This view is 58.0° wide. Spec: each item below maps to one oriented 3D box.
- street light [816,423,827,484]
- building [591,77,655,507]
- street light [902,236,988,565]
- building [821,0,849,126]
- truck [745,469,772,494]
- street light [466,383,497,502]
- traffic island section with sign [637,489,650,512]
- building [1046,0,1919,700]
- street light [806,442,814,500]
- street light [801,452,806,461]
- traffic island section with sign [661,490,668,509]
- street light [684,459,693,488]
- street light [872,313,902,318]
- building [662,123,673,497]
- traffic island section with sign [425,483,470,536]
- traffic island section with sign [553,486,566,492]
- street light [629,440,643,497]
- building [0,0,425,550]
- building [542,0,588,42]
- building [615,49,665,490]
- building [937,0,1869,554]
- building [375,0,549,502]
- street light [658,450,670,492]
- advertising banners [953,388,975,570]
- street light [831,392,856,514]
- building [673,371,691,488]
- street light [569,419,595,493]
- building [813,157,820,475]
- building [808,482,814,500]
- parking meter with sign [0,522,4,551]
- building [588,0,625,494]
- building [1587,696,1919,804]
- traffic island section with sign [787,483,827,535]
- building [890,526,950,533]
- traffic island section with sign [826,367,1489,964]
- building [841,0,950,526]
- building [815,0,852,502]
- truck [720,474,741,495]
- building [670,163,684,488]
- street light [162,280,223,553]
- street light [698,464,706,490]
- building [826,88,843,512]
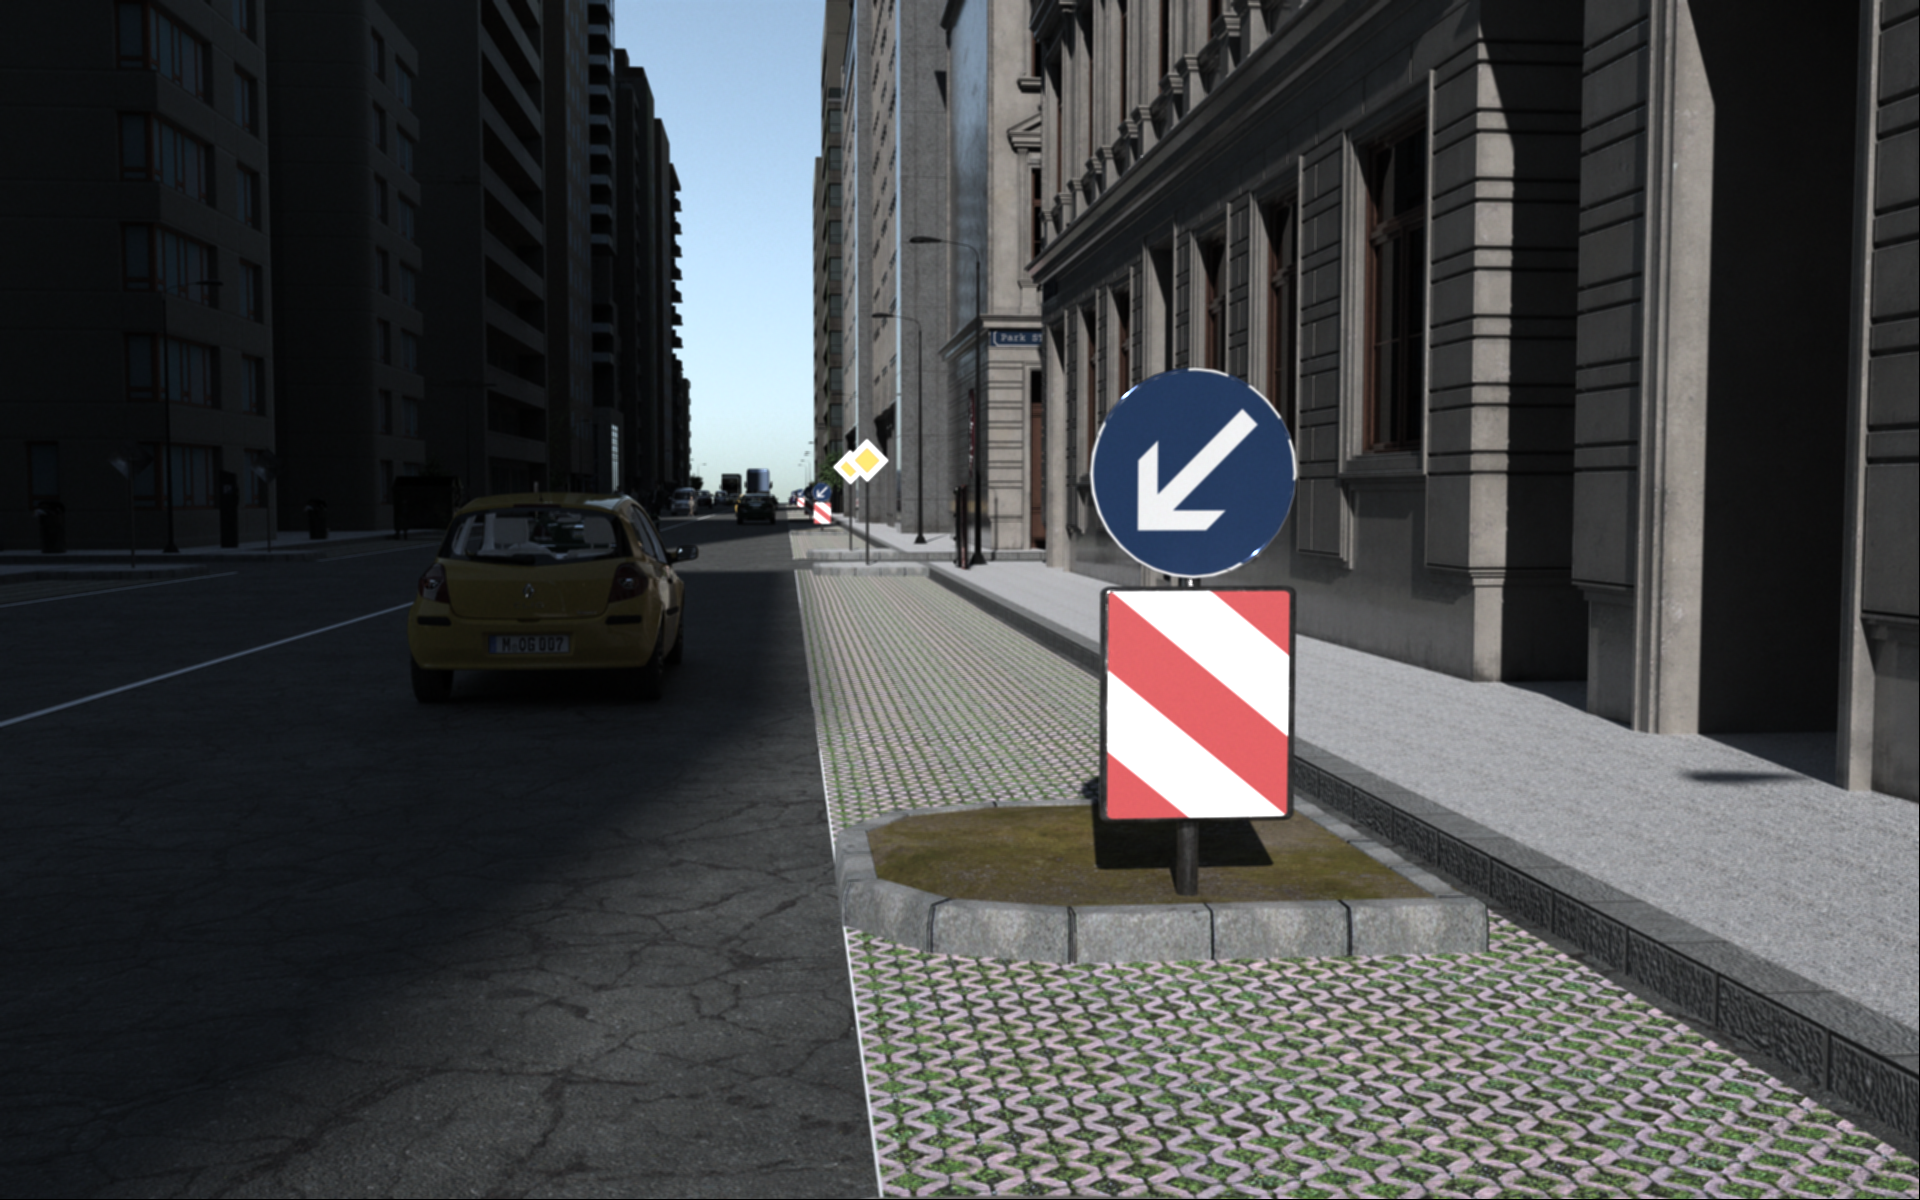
[{"bbox_3d":[-8.621,-8.637,113.756,1.470,5.913,1.316,0,4,-6],"label":"street light"},{"bbox_3d":[-36.773,-29.413,164.502,14.154,41.232,14.086,0,4,-6],"label":"building"},{"bbox_3d":[-0.212,-3.599,31.381,1.470,5.913,1.316,0,4,-6],"label":"street light"},{"bbox_3d":[-2.258,-33.136,165.474,21.300,48.544,21.600,0,4,-6],"label":"building"},{"bbox_3d":[-20.979,-11.581,179.107,2.967,4.110,18.799,0,4,-6],"label":"truck"},{"bbox_3d":[-20.111,-6.126,72.702,1.470,5.913,1.316,0,4,-6],"label":"street light"},{"bbox_3d":[-25.278,-7.887,137.581,1.989,1.847,2.006,0,4,-6],"label":"traffic island section with sign"},{"bbox_3d":[7.447,-11.323,21.280,11.583,22.565,21.152,0,4,-6],"label":"building"},{"bbox_3d":[-12.836,-11.156,154.937,1.470,5.913,1.316,0,4,-6],"label":"street light"},{"bbox_3d":[-17.500,-14.055,202.342,1.470,5.913,1.316,0,4,-6],"label":"street light"},{"bbox_3d":[-28.001,-9.527,164.398,1.989,1.847,2.006,0,4,-6],"label":"traffic island section with sign"},{"bbox_3d":[-36.308,-15.852,231.728,1.470,5.913,1.316,0,4,-6],"label":"street light"},{"bbox_3d":[-1.564,-4.407,44.600,1.470,5.913,1.316,0,4,-6],"label":"street light"},{"bbox_3d":[-41.082,-33.738,201.731,14.600,45.320,14.200,0,4,-6],"label":"building"},{"bbox_3d":[-17.459,-3.166,60.397,1.989,1.847,2.006,0,4,-6],"label":"traffic island section with sign"},{"bbox_3d":[-20.227,-4.832,87.634,1.989,1.847,2.006,0,4,-6],"label":"traffic island section with sign"},{"bbox_3d":[-27.879,-10.788,148.932,1.470,5.913,1.316,0,4,-6],"label":"street light"},{"bbox_3d":[-33.462,-12.676,52.297,27.650,21.520,28.899,0,4,-6],"label":"building"},{"bbox_3d":[-33.230,-28.690,119.192,14.600,45.320,14.200,0,4,-6],"label":"building"},{"bbox_3d":[-38.810,-32.309,178.360,14.600,45.320,14.200,0,4,-6],"label":"building"},{"bbox_3d":[9.902,-12.769,44.923,21.152,22.565,11.583,0,4,-6],"label":"building"},{"bbox_3d":[-32.726,-28.208,84.903,21.300,48.544,21.600,0,4,-6],"label":"building"},{"bbox_3d":[-31.368,-12.899,183.438,1.470,5.913,1.316,0,4,-6],"label":"street light"},{"bbox_3d":[0.075,-2.042,29.580,0.090,3.025,2.074,-1,4,-8],"label":"advertising banners"},{"bbox_3d":[-5.176,-6.526,79.246,1.470,5.913,1.316,0,4,-6],"label":"street light"},{"bbox_3d":[-53.874,-24.875,251.745,27.650,21.520,28.899,0,4,-6],"label":"building"},{"bbox_3d":[-23.693,-8.270,107.756,1.470,5.913,1.316,0,4,-6],"label":"street light"},{"bbox_3d":[-9.214,-37.558,237.775,21.300,48.544,21.600,0,4,-6],"label":"building"},{"bbox_3d":[-6.797,-34.886,262.272,32.217,40.220,23.993,0,4,-6],"label":"building"},{"bbox_3d":[-22.234,-2.576,38.371,1.738,3.016,0.543,-2,4,-33],"label":"parking meter with sign"},{"bbox_3d":[-38.537,-50.621,140.326,22.319,86.520,31.000,0,4,-6],"label":"building"},{"bbox_3d":[9.577,-10.038,0.276,11.583,22.565,21.152,0,4,-6],"label":"building"},{"bbox_3d":[-4.940,-3.175,60.535,1.989,1.847,2.006,0,4,-6],"label":"traffic island section with sign"},{"bbox_3d":[3.062,-15.169,66.043,12.078,24.808,19.932,0,4,-6],"label":"building"},{"bbox_3d":[0.555,0.148,6.213,1.989,1.847,2.006,0,4,-6],"label":"traffic island section with sign"},{"bbox_3d":[0.457,-16.437,86.763,12.078,24.808,19.932,0,4,-6],"label":"building"},{"bbox_3d":[-7.841,-47.572,216.049,20.563,71.187,20.611,0,4,-6],"label":"building"},{"bbox_3d":[-32.306,-15.647,244.745,2.839,4.237,11.283,0,4,-5],"label":"truck"},{"bbox_3d":[-47.256,-34.746,222.727,22.147,44.769,28.867,0,4,-6],"label":"building"},{"bbox_3d":[-16.662,-3.981,37.635,1.470,5.913,1.316,0,4,-6],"label":"street light"},{"bbox_3d":[-39.697,-17.964,266.244,1.470,5.913,1.316,0,4,-6],"label":"street light"},{"bbox_3d":[-2.787,-21.751,127.334,14.160,30.474,14.107,0,4,-6],"label":"building"}]
